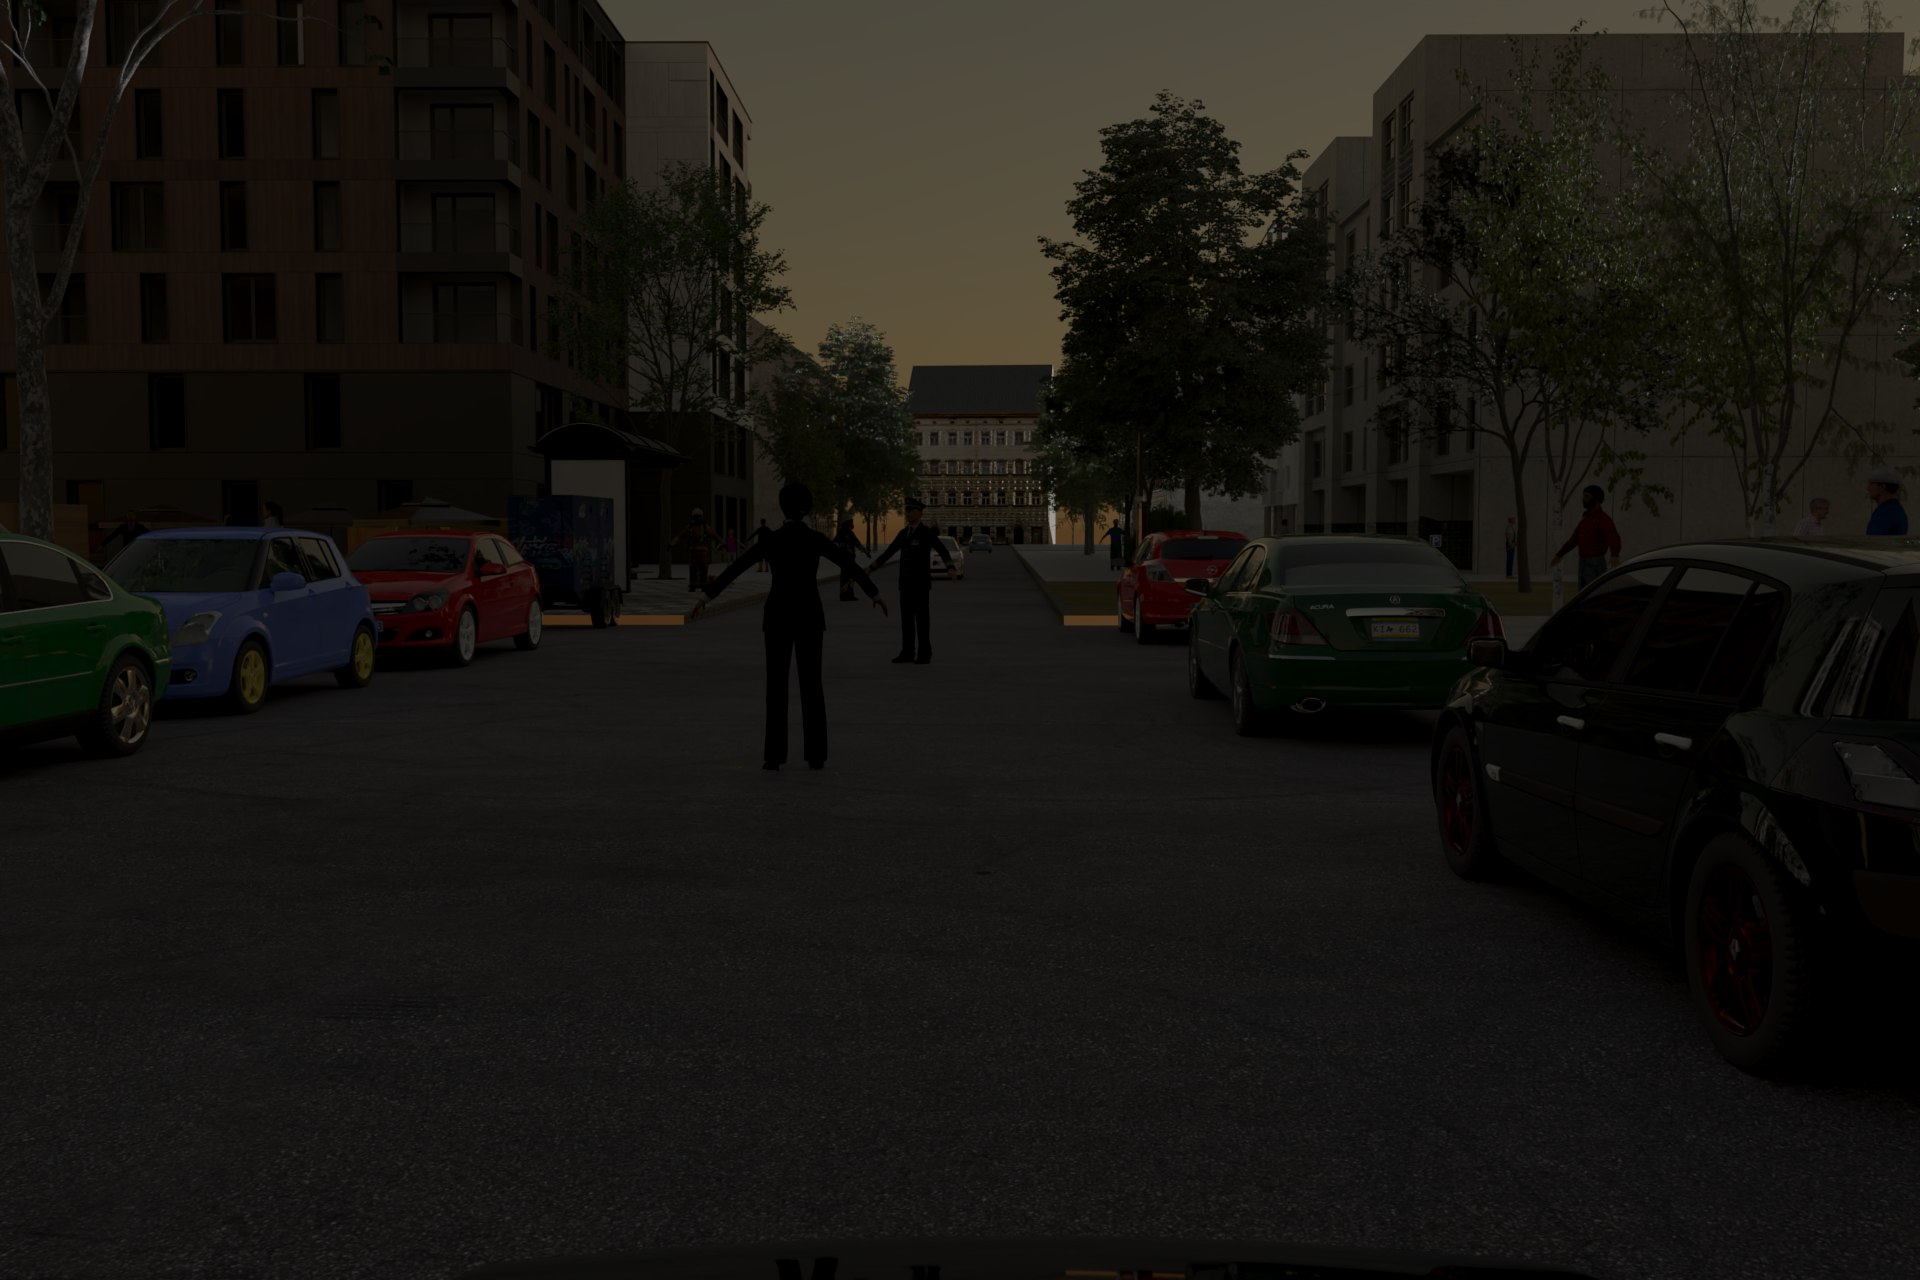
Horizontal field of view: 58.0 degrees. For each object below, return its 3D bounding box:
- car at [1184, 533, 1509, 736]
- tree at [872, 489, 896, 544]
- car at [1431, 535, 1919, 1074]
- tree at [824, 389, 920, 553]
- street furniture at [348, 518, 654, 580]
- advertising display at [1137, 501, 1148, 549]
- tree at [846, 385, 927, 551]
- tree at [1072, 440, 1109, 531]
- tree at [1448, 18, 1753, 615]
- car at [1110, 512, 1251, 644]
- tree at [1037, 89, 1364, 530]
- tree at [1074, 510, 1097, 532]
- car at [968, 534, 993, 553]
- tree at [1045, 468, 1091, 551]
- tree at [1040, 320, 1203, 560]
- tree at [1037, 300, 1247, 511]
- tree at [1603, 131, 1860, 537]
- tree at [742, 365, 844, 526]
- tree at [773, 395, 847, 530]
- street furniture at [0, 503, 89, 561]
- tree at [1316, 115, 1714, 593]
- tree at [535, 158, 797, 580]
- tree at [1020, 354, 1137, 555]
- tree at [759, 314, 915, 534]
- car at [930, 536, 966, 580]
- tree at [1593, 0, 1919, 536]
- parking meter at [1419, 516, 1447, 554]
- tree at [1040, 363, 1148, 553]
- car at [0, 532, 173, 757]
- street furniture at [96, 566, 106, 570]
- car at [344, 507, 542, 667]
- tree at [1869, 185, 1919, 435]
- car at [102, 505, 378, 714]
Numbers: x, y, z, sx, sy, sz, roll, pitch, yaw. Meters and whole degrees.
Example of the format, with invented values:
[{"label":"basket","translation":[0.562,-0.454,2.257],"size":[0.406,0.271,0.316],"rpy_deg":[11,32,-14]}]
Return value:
[{"label":"car","translation":[2.900,-0.115,13.672],"size":[2.131,1.459,4.920],"rpy_deg":[0,4,1]},{"label":"tree","translation":[-9.762,-16.441,219.173],"size":[4.737,8.622,4.395],"rpy_deg":[0,3,0]},{"label":"car","translation":[2.907,0.232,5.986],"size":[2.009,1.686,4.222],"rpy_deg":[0,4,0]},{"label":"tree","translation":[-6.439,-11.822,119.038],"size":[9.928,11.665,9.643],"rpy_deg":[0,3,0]},{"label":"street furniture","translation":[-13.085,-2.572,48.911],"size":[11.010,1.723,9.812],"rpy_deg":[2,4,32]},{"label":"advertising display","translation":[3.591,-1.769,34.136],"size":[0.123,1.923,0.974],"rpy_deg":[0,4,1]},{"label":"tree","translation":[-6.009,-12.913,129.251],"size":[7.486,12.596,7.792],"rpy_deg":[0,3,0]},{"label":"tree","translation":[9.157,-10.679,124.961],"size":[4.737,8.622,4.395],"rpy_deg":[0,3,0]},{"label":"tree","translation":[8.939,-4.581,25.266],"size":[4.737,8.622,4.395],"rpy_deg":[0,3,0]},{"label":"car","translation":[3.201,-0.915,24.006],"size":[2.155,1.783,4.494],"rpy_deg":[0,4,0]},{"label":"tree","translation":[6.801,-8.770,50.041],"size":[9.857,13.997,8.962],"rpy_deg":[0,3,0]},{"label":"tree","translation":[16.427,-16.349,217.673],"size":[4.360,8.622,3.978],"rpy_deg":[0,3,0]},{"label":"car","translation":[1.557,-7.312,131.561],"size":[2.014,1.417,4.499],"rpy_deg":[0,4,1]},{"label":"tree","translation":[8.655,-11.128,132.297],"size":[4.360,8.622,3.978],"rpy_deg":[0,3,0]},{"label":"tree","translation":[7.578,-9.219,76.490],"size":[9.928,11.665,9.643],"rpy_deg":[0,3,0]},{"label":"tree","translation":[6.780,-7.898,63.538],"size":[8.767,10.594,7.601],"rpy_deg":[1,4,14]},{"label":"tree","translation":[13.925,-4.920,30.805],"size":[4.737,8.622,4.395],"rpy_deg":[0,3,0]},{"label":"tree","translation":[-7.359,-7.701,76.267],"size":[4.737,8.622,4.395],"rpy_deg":[0,3,0]},{"label":"tree","translation":[-7.788,-8.628,91.432],"size":[4.737,8.622,4.395],"rpy_deg":[0,3,0]},{"label":"street furniture","translation":[-17.389,-1.227,26.909],"size":[9.812,1.723,11.010],"rpy_deg":[1,4,13]},{"label":"tree","translation":[12.408,-6.342,38.105],"size":[8.767,10.594,7.601],"rpy_deg":[0,4,-5]},{"label":"tree","translation":[-8.140,-7.491,48.226],"size":[9.928,11.665,9.643],"rpy_deg":[0,3,0]},{"label":"tree","translation":[7.325,-11.381,104.212],"size":[7.486,12.596,7.792],"rpy_deg":[0,3,0]},{"label":"tree","translation":[-7.108,-11.967,102.309],"size":[9.857,13.997,8.962],"rpy_deg":[0,3,0]},{"label":"car","translation":[-0.827,-2.657,55.809],"size":[2.083,1.381,4.827],"rpy_deg":[0,4,1]},{"label":"tree","translation":[9.158,-4.223,19.406],"size":[4.360,8.622,3.978],"rpy_deg":[0,3,0]},{"label":"parking meter","translation":[6.582,-0.962,24.144],"size":[0.372,1.533,0.369],"rpy_deg":[0,3,0]},{"label":"tree","translation":[8.897,-11.974,113.905],"size":[7.486,12.596,7.792],"rpy_deg":[0,3,0]},{"label":"car","translation":[-6.248,-0.062,9.808],"size":[1.959,1.807,4.718],"rpy_deg":[0,4,1]},{"label":"street furniture","translation":[-23.981,-1.561,41.154],"size":[5.734,0.657,10.072],"rpy_deg":[1,4,19]},{"label":"car","translation":[-6.164,-0.670,19.992],"size":[2.155,1.783,4.494],"rpy_deg":[0,4,1]},{"label":"tree","translation":[28.979,-8.421,44.342],"size":[9.857,13.997,8.962],"rpy_deg":[0,3,0]},{"label":"car","translation":[-6.424,-0.325,14.902],"size":[1.945,1.707,3.694],"rpy_deg":[0,4,2]}]
